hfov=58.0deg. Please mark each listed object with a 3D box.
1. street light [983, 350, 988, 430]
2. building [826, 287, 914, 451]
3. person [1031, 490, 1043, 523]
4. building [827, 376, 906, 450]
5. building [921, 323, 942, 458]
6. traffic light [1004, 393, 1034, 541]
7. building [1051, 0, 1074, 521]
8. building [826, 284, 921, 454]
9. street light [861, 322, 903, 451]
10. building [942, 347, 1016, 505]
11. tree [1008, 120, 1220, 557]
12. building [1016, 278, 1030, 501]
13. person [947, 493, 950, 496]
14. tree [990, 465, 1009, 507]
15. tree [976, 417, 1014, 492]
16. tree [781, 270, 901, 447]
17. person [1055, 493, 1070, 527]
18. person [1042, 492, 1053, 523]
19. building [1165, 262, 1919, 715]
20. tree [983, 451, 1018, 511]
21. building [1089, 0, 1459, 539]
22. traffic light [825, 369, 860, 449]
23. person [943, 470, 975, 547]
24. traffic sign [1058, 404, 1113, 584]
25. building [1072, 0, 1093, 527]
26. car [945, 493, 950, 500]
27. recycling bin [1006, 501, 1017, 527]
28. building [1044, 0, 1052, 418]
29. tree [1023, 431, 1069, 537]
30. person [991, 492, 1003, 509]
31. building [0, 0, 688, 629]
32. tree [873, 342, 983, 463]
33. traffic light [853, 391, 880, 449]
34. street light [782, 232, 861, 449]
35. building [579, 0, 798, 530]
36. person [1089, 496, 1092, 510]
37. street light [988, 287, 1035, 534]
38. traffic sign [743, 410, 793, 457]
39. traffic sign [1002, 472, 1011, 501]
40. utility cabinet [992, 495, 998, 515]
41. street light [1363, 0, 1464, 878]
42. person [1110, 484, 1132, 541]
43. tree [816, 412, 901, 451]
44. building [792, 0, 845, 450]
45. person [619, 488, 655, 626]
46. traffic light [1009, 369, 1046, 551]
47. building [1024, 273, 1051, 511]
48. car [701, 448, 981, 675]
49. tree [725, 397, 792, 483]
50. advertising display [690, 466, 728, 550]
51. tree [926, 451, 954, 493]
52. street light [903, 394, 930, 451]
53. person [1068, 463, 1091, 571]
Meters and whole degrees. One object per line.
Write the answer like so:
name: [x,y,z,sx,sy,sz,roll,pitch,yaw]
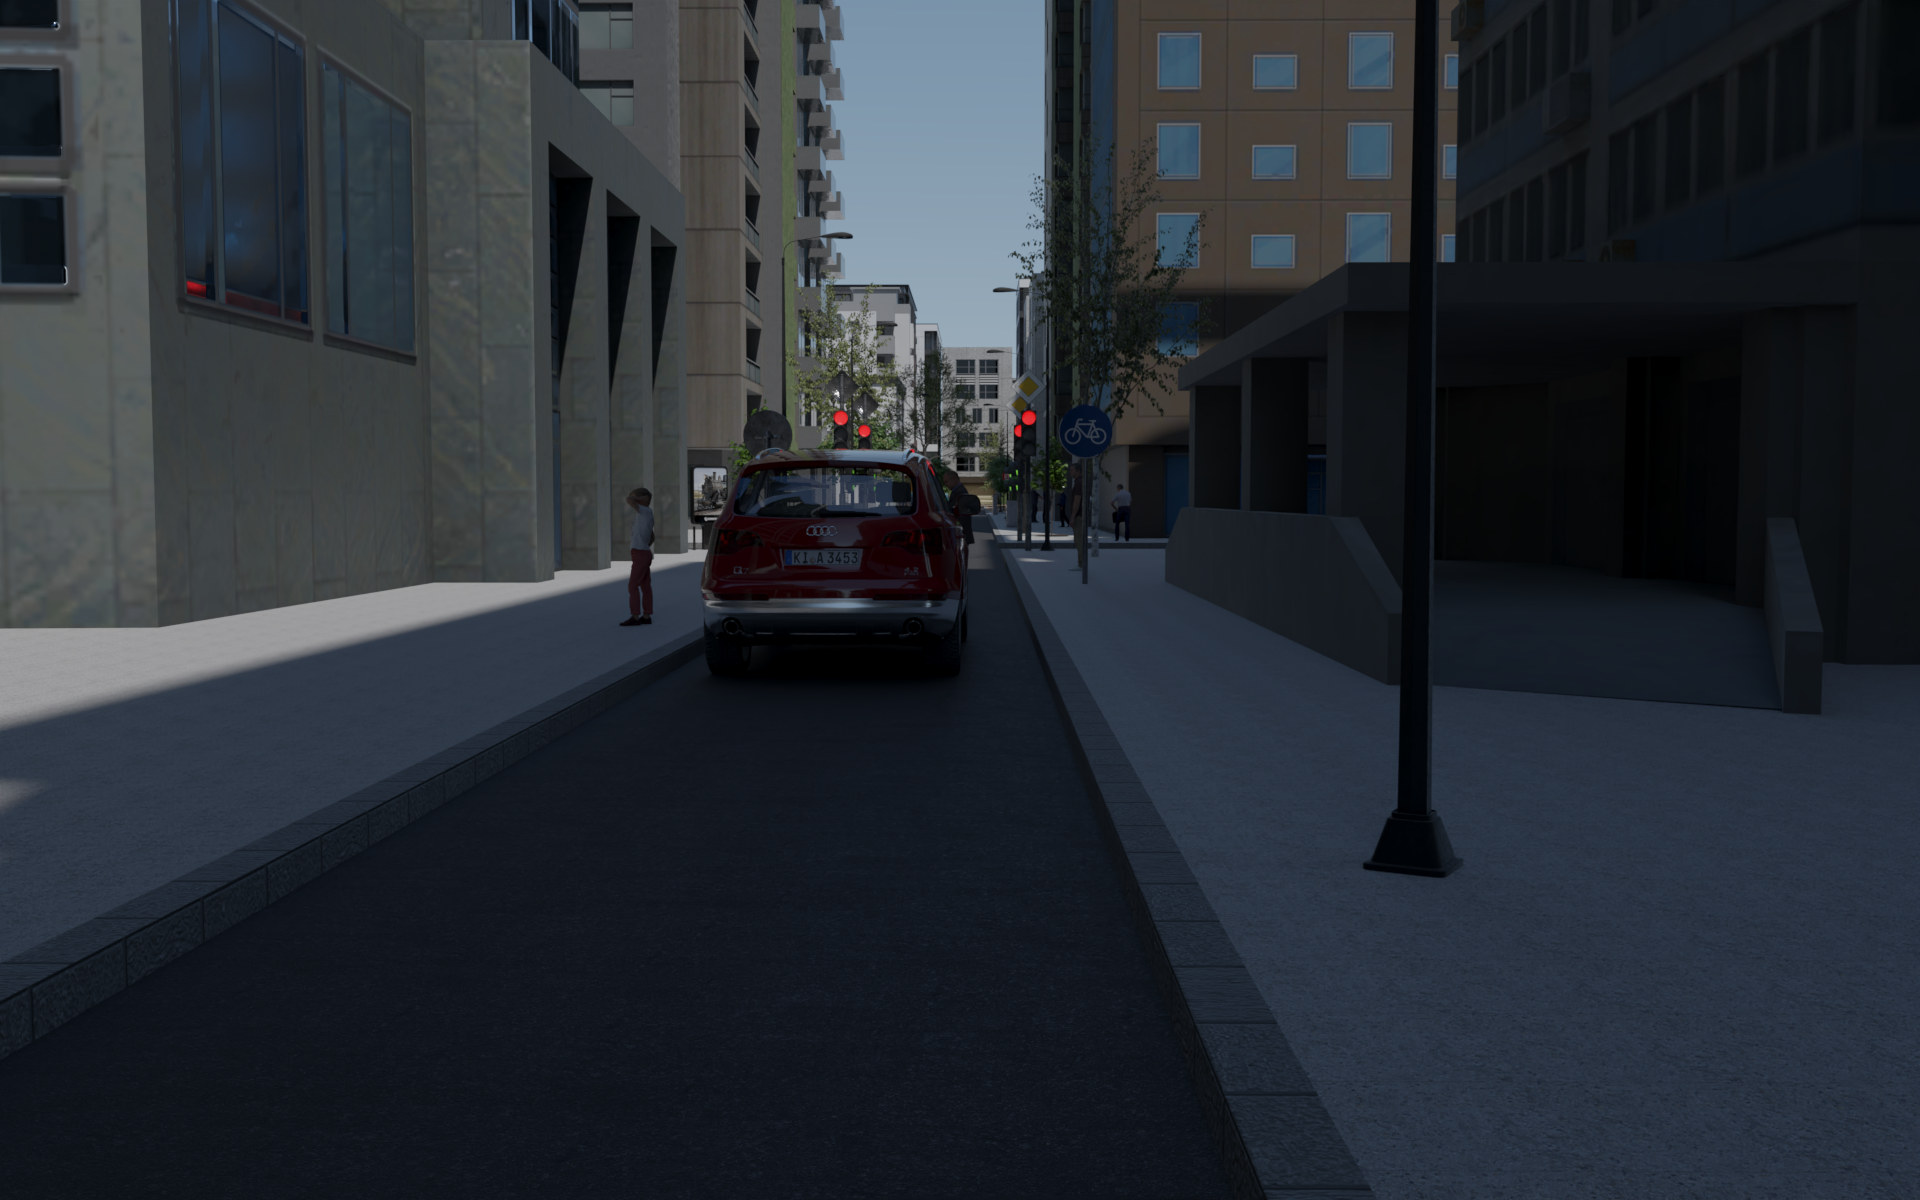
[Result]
street light: [1.549,-5.088,55.731,1.470,5.913,1.316,0,4,1]
building: [-12.142,-18.347,156.401,16.016,20.091,11.380,0,4,1]
person: [3.458,-4.354,77.685,0.568,1.767,0.683,0,4,5]
building: [-8.789,-11.905,136.802,9.099,9.664,28.070,0,4,1]
building: [-18.845,-23.089,221.472,32.646,21.610,27.936,0,4,1]
traffic light: [1.608,-3.552,47.001,0.839,4.253,0.868,0,4,1]
building: [11.556,-19.312,87.455,14.160,30.474,14.107,0,4,1]
building: [-21.146,-20.734,182.967,32.646,21.610,27.936,0,4,1]
street light: [-2.379,-4.549,46.919,1.470,5.913,1.316,0,4,1]
building: [13.682,-21.418,216.643,31.486,18.905,16.747,0,4,1]
tree: [2.993,-5.193,35.274,4.360,8.622,3.978,0,3,0]
building: [19.696,-20.552,179.996,27.936,21.610,32.646,0,4,1]
person: [-1.329,-11.381,195.337,0.991,1.433,0.599,1,4,17]
tree: [2.727,-7.356,114.868,1.663,3.219,1.824,0,3,0]
tree: [3.480,-13.230,166.669,4.737,8.622,4.395,0,3,0]
tree: [-3.735,-6.494,56.542,4.737,8.622,4.395,0,3,0]
person: [3.934,-3.563,66.993,0.600,1.496,0.574,2,4,35]
person: [3.882,-4.235,75.997,0.504,1.737,0.576,-2,4,-35]
building: [19.048,-19.894,17.147,32.217,40.220,23.993,0,4,1]
tree: [3.201,-8.925,129.645,4.285,4.588,4.351,0,3,0]
building: [11.625,-24.768,55.071,14.200,45.320,14.600,0,4,1]
traffic light: [-2.639,-3.066,39.045,0.839,4.253,0.868,0,4,1]
person: [-0.116,-0.807,22.377,0.600,1.739,0.565,-2,4,-29]
traffic sign: [1.786,-1.502,24.665,0.768,2.556,0.104,0,4,7]
building: [11.738,-23.820,73.054,14.154,41.232,14.086,0,4,1]
car: [-0.826,-1.467,32.784,1.959,1.807,4.718,0,4,-1]
recycling bin: [2.147,-3.329,66.978,0.722,1.027,0.722,0,4,-1]
building: [19.119,-31.695,107.458,28.713,52.752,27.495,0,4,1]
tree: [2.825,-3.544,52.545,1.663,3.219,1.824,0,3,0]
person: [3.313,-8.979,153.580,1.217,1.736,0.721,-1,4,-20]
building: [-21.578,-43.529,24.368,31.000,86.520,22.319,0,4,1]
tree: [-2.020,-10.511,106.272,7.601,10.594,8.767,0,4,6]
traffic light: [-2.553,-3.554,47.030,0.839,4.253,0.868,0,4,1]
street light: [-2.593,-3.566,30.839,1.470,5.913,1.316,0,4,1]
building: [-13.827,-23.272,64.099,14.154,41.232,14.086,0,4,1]
person: [3.561,-2.547,49.894,0.429,1.552,0.499,0,4,-1]
street light: [1.433,-4.065,39.005,1.470,5.913,1.316,0,4,1]
traffic sign: [-2.921,-1.601,26.280,0.768,2.556,0.104,0,4,8]
traffic sign: [2.505,-5.328,87.216,0.768,2.556,0.104,0,4,5]
utility cabinet: [2.182,-5.876,107.239,0.306,1.237,1.020,0,4,-2]
street light: [1.021,-2.034,5.798,1.470,5.913,1.316,0,4,1]
person: [4.364,-2.374,47.067,0.614,1.554,0.590,-1,4,-12]
tree: [-3.689,-4.922,64.192,4.285,4.588,4.351,0,3,0]
building: [-17.991,-29.022,94.121,23.786,49.044,30.456,0,4,1]
person: [-3.169,-0.430,16.989,0.340,1.345,0.435,0,4,-8]
traffic light: [1.523,-3.064,39.017,0.839,4.253,0.868,0,4,1]
building: [14.207,-17.163,147.073,16.747,18.905,31.486,0,4,1]
car: [-0.961,-0.404,15.285,2.281,1.827,5.304,0,4,1]
tree: [-3.783,-2.449,34.638,1.663,3.219,1.824,0,3,0]
advertising display: [-5.767,-2.118,39.841,0.974,1.923,0.123,-3,5,-43]
tree: [-2.142,-9.062,131.873,4.285,4.588,4.351,0,3,0]
street light: [-2.099,-6.580,80.127,1.470,5.913,1.316,0,4,1]
person: [1.976,-1.400,29.061,0.434,1.807,0.598,2,4,32]
